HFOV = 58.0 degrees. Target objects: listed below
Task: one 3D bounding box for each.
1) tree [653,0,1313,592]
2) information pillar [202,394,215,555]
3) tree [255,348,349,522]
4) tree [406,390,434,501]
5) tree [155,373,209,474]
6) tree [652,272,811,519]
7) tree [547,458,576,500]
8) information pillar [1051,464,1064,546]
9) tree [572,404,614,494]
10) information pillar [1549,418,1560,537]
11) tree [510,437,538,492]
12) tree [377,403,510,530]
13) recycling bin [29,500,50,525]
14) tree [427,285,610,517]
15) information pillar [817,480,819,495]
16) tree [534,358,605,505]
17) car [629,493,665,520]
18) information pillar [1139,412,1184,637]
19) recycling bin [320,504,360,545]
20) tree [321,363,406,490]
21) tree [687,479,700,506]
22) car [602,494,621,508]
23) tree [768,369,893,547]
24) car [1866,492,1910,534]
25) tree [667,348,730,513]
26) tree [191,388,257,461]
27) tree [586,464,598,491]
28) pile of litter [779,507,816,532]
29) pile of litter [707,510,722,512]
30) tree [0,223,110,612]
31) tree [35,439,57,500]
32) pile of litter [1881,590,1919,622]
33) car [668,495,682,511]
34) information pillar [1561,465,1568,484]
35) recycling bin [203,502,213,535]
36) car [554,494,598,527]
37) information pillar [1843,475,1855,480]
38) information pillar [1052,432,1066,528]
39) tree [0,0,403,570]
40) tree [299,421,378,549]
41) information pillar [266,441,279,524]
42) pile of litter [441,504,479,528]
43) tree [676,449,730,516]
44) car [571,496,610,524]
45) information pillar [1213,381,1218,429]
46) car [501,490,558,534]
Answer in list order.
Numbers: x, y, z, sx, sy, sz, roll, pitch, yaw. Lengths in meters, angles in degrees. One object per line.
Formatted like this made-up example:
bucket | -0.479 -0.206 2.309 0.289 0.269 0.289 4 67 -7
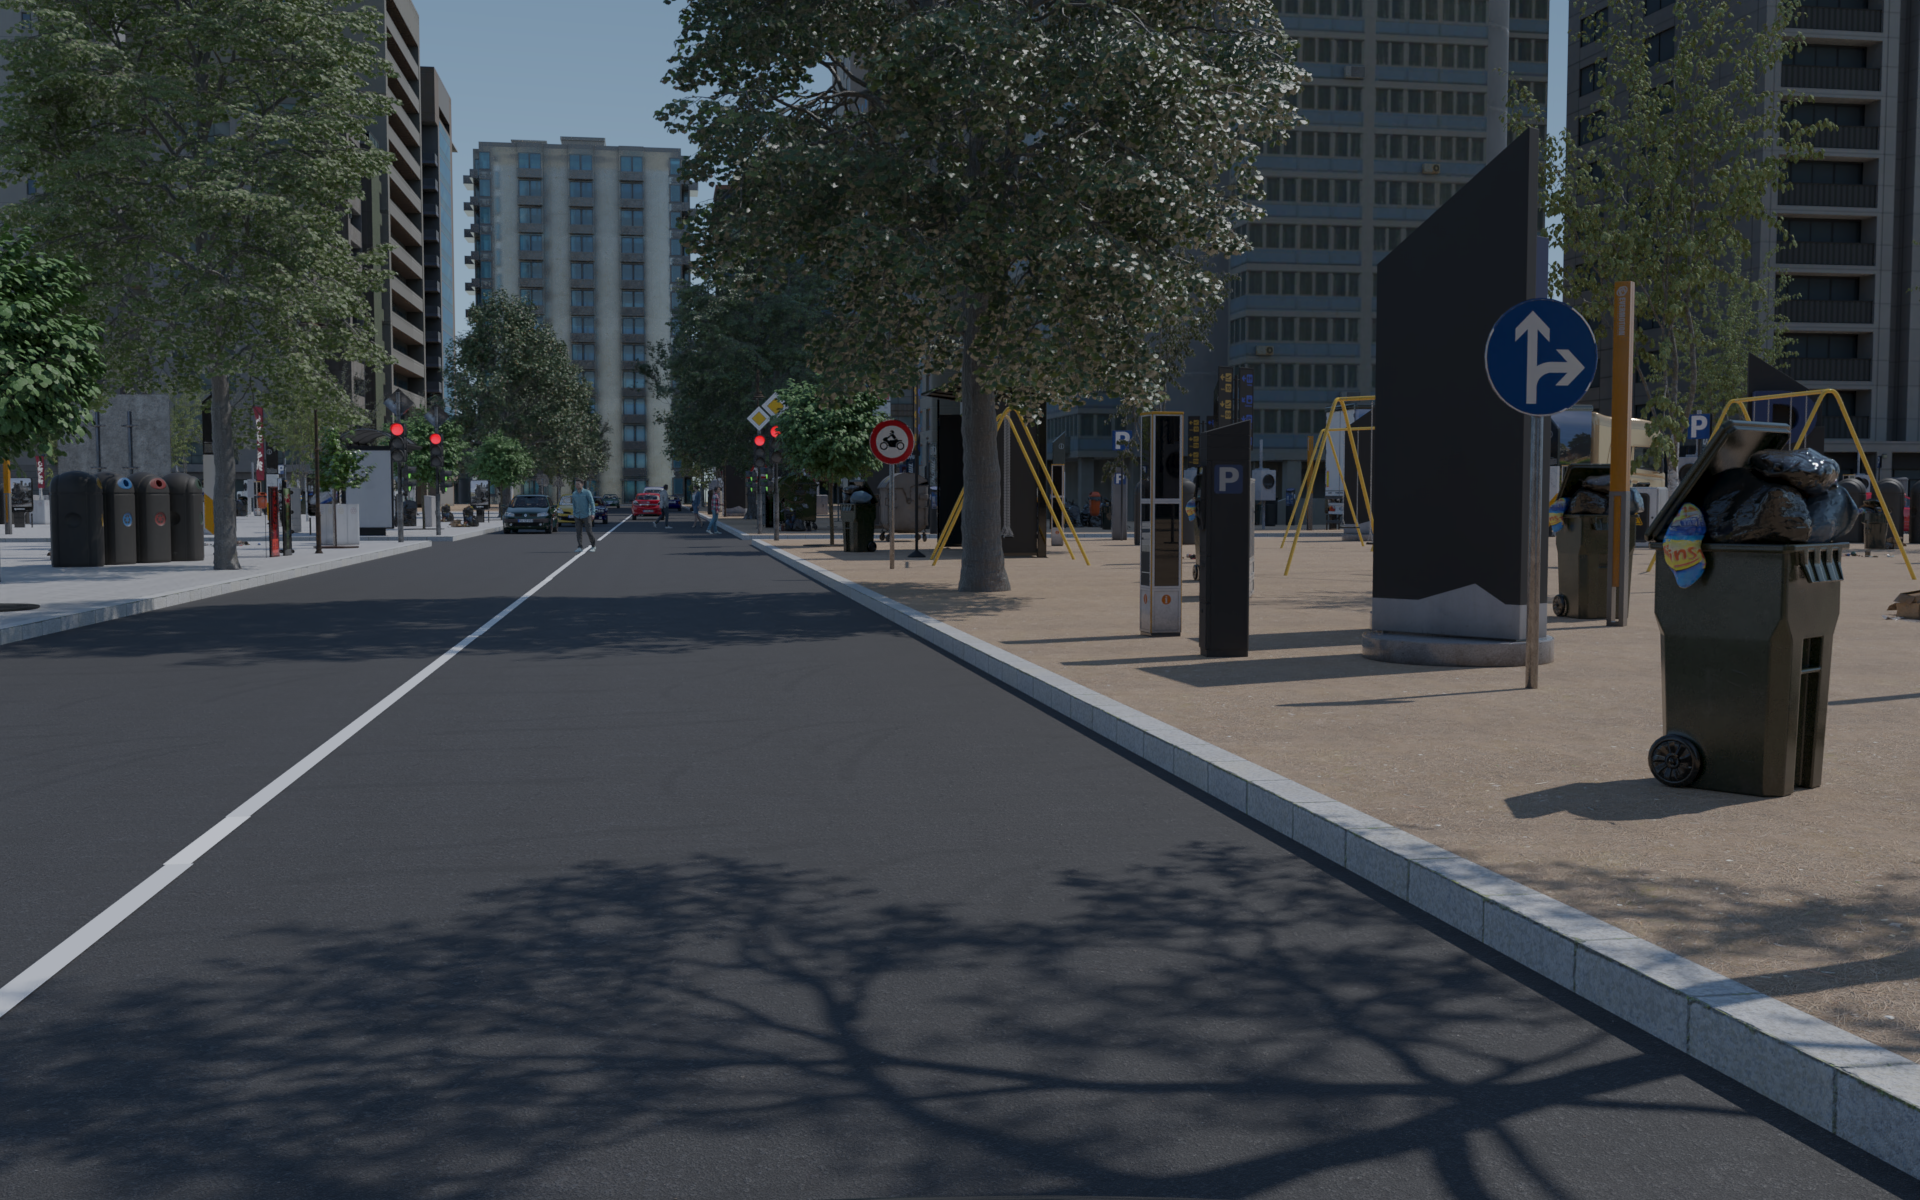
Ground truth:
tree | 0.328 -7.081 22.435 9.857 13.997 8.962 0 3 0
information pillar | -15.663 -2.760 36.480 0.504 3.616 0.183 -1 4 -8
tree | -33.833 -8.476 88.939 4.737 8.622 4.395 0 3 0
tree | -38.557 -10.480 121.714 4.360 8.622 3.978 0 3 0
tree | -46.429 -9.326 102.850 4.737 8.622 4.395 0 3 0
tree | -10.669 -10.431 87.551 9.611 12.733 9.660 0 3 0
tree | -31.306 -11.295 135.030 4.737 8.622 4.395 0 3 0
information pillar | 2.413 -2.342 42.783 0.304 2.012 0.304 0 4 7
tree | -34.365 -13.469 154.634 7.601 10.594 8.767 0 4 -1
information pillar | 17.634 -3.683 51.567 0.183 3.616 0.504 -2 4 -24
tree | -22.420 -6.186 84.853 4.285 4.588 4.351 0 3 0
tree | -19.384 -4.834 62.748 4.285 4.588 4.351 0 3 0
recycling bin | -38.754 -3.705 73.135 0.722 1.027 0.722 1 4 8
tree | -24.949 -10.905 95.305 9.611 12.733 9.660 0 3 0
information pillar | -9.924 -7.871 120.052 0.183 3.616 0.504 -3 5 -40
tree | -33.291 -13.786 143.527 7.486 12.596 7.792 0 3 0
car | -17.360 -5.346 96.443 2.155 1.783 4.494 -1 4 -10
information pillar | 1.815 -0.681 15.629 0.304 2.012 0.304 -1 4 -14
recycling bin | -15.695 -1.911 43.801 0.722 1.027 0.722 3 5 39
tree | -34.707 -9.050 98.335 4.360 8.622 3.978 0 3 0
tree | -29.601 -12.200 194.069 1.663 3.219 1.824 0 3 0
car | -35.355 -9.992 175.167 2.131 1.459 4.920 -1 4 -10
tree | -3.116 -3.609 42.726 4.285 4.588 4.351 0 3 0
car | 30.772 -2.967 57.543 4.494 1.783 2.155 -1 4 -12
tree | -16.427 -12.333 119.767 7.486 12.596 7.792 0 3 0
tree | -50.382 -10.326 119.191 4.360 8.622 3.978 0 3 0
tree | -41.814 -14.902 194.005 4.360 8.622 3.978 0 3 0
pile of litter | -5.772 -2.791 59.593 1.719 0.858 1.176 3 4 36
pile of litter | -17.460 -6.725 123.916 1.176 0.858 1.719 -1 4 -19
tree | -11.017 -2.167 19.137 4.285 4.588 4.351 0 3 0
tree | -47.549 -8.749 93.405 4.737 8.622 4.395 0 3 0
pile of litter | 10.184 -0.244 17.962 1.719 0.858 1.176 -1 4 -23
car | -24.118 -8.064 144.422 1.945 1.354 3.894 -1 4 -10
information pillar | 15.409 -2.404 43.794 0.304 2.012 0.304 -3 5 -41
recycling bin | -23.606 -2.585 54.813 0.722 1.027 0.722 2 4 24
car | -17.149 -4.094 77.160 2.015 1.641 3.980 -1 4 -12
information pillar | 33.645 -3.737 65.594 0.304 2.012 0.304 -1 4 -18
information pillar | 3.709 -4.494 64.826 0.504 3.616 0.183 -1 4 -13
tree | -12.705 -6.764 28.713 7.486 12.596 7.792 0 3 0
tree | -14.756 -2.831 40.882 1.663 3.219 1.824 0 3 0
information pillar | -29.048 -5.003 73.151 0.504 3.616 0.183 0 4 -6
pile of litter | -19.355 -3.261 67.280 1.176 0.858 1.719 2 4 24
tree | -14.104 -9.335 102.995 4.737 8.622 4.395 0 3 0
car | -17.941 -4.363 83.923 1.945 1.354 3.894 -1 4 -11
information pillar | 4.870 -2.515 32.475 0.183 3.616 0.504 -1 4 -12
car | -15.812 -3.305 63.818 2.009 1.686 4.222 -1 4 -8
